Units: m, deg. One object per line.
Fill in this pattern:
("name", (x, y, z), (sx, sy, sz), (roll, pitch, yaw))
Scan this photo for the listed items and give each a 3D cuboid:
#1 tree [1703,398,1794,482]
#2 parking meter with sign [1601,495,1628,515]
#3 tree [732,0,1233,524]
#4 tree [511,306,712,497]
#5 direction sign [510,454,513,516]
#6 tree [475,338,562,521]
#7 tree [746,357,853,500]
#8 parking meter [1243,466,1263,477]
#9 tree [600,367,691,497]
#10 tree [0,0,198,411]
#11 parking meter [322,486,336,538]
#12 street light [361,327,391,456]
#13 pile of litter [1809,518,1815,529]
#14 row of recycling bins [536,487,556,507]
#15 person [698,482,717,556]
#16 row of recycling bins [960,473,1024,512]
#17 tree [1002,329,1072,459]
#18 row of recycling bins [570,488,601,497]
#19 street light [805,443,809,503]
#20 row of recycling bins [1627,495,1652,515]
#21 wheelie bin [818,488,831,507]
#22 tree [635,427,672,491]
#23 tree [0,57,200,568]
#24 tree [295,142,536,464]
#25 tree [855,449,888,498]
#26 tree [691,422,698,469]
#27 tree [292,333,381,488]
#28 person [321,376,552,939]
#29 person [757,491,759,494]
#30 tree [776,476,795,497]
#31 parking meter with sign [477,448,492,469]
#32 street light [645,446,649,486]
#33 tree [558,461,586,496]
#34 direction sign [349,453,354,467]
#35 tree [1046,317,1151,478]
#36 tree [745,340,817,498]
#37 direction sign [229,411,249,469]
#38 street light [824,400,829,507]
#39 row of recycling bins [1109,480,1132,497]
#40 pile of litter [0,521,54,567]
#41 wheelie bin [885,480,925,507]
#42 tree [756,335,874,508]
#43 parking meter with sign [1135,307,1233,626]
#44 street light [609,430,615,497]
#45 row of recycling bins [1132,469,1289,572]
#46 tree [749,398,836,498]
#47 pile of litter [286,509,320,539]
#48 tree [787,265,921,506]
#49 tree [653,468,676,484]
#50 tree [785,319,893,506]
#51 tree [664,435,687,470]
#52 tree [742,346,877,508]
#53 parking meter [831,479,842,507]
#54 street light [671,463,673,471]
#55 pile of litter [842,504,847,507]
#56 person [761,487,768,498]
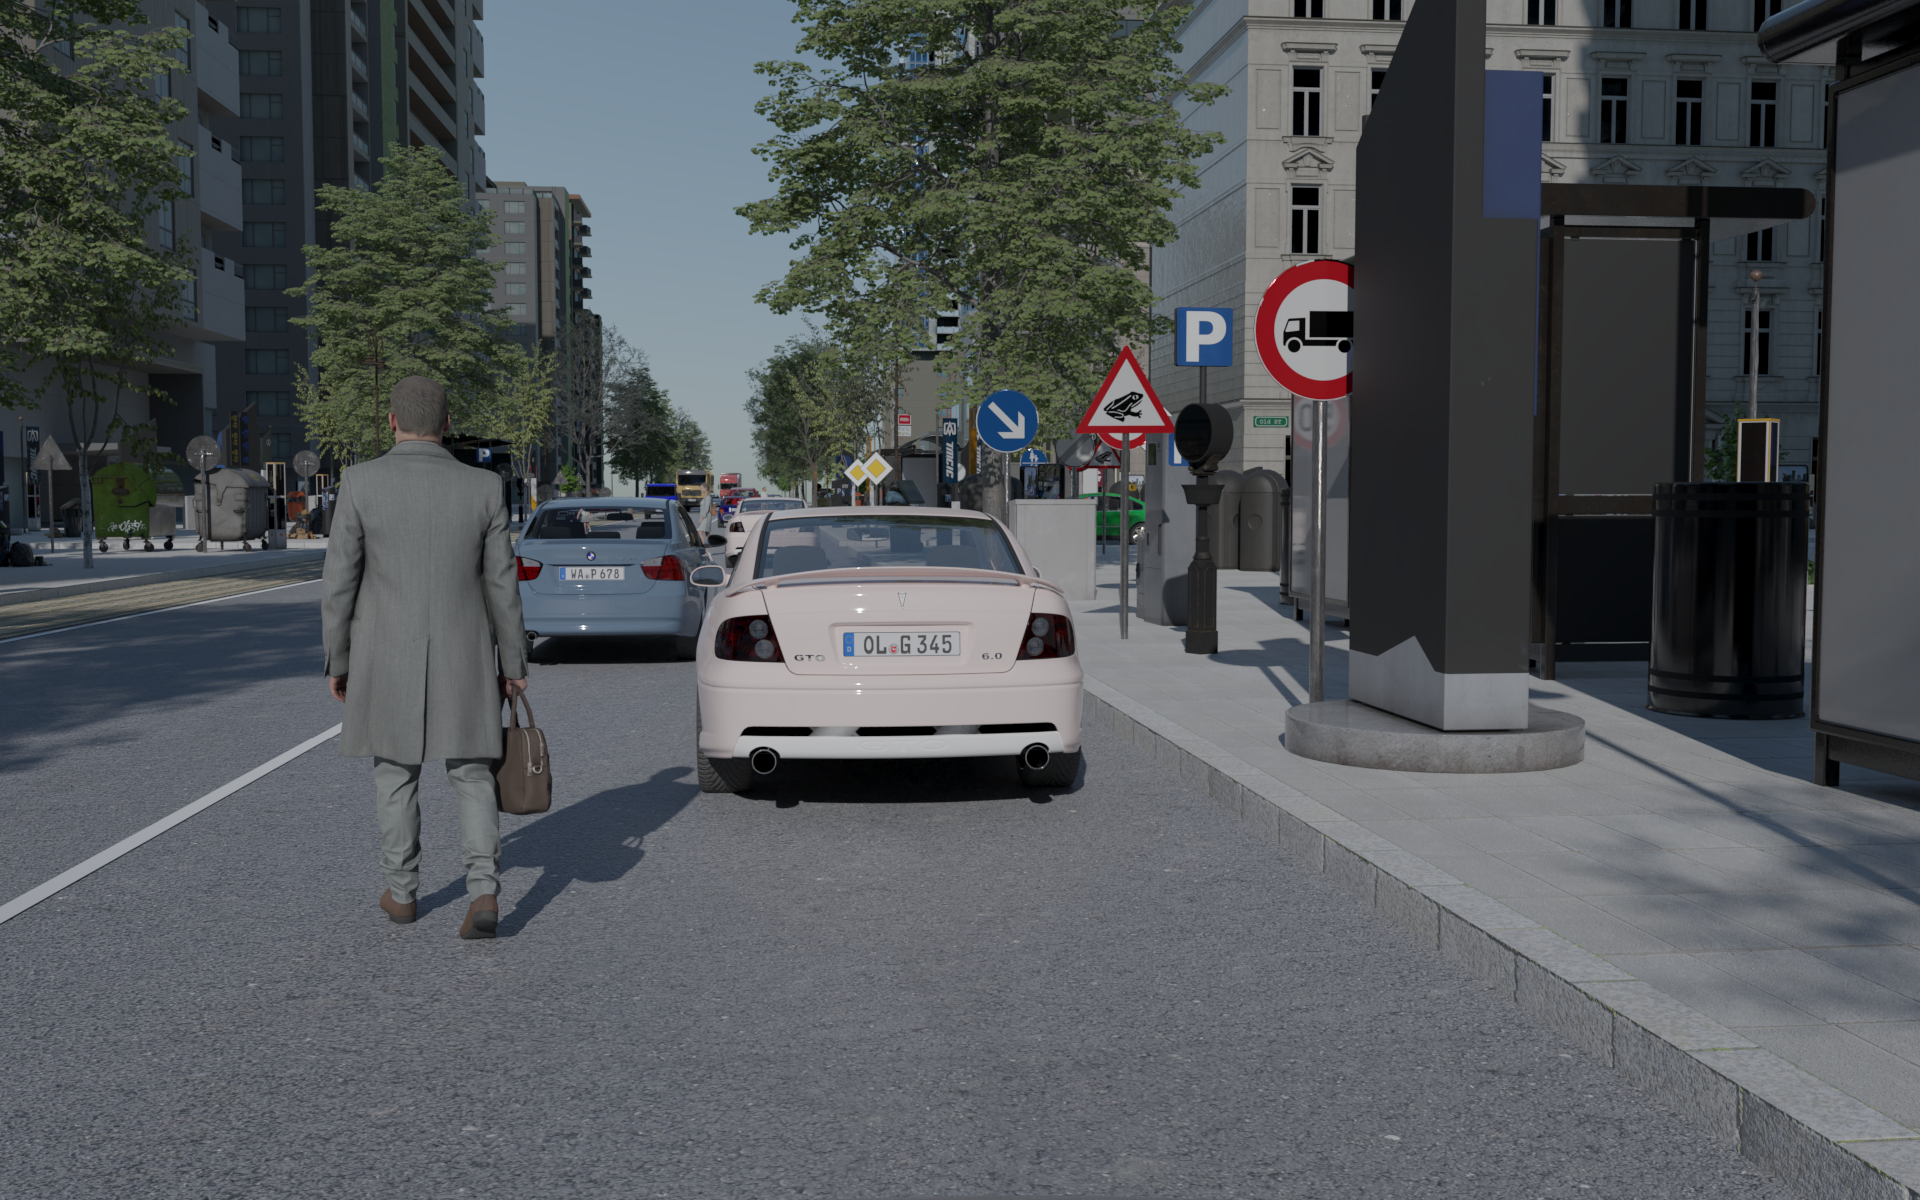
("tree", (15.773, -2.491, 35.332), (1.663, 3.219, 1.824), (0, 3, 0))
("parking meter with sign", (13.356, -2.386, 35.274), (0.543, 3.016, 1.738), (1, 4, 11))
("tree", (0.380, -6.641, 26.715), (7.486, 12.596, 7.792), (0, 3, 0))
("tree", (-24.616, -12.456, 114.025), (12.009, 13.543, 11.850), (0, 3, 0))
("direction sign", (-26.174, -6.647, 100.678), (0.379, 3.537, 0.876), (-1, 4, -18))
("tree", (-20.740, -8.045, 81.893), (4.737, 8.622, 4.395), (0, 3, 0))
("tree", (-13.842, -14.739, 151.349), (12.009, 13.543, 11.850), (0, 3, 0))
("parking meter", (6.217, -1.906, 36.876), (0.399, 1.863, 0.255), (3, 5, 40))
("tree", (-28.622, -14.434, 154.124), (7.486, 12.596, 7.792), (0, 3, 0))
("tree", (-13.772, -6.364, 22.175), (7.486, 12.596, 7.792), (0, 3, 0))
("parking meter", (-18.649, -2.616, 51.188), (0.372, 1.533, 0.369), (0, 3, 0))
("street light", (-16.159, -4.604, 48.057), (0.468, 5.910, 1.993), (0, 4, -6))
("pile of litter", (31.003, -3.033, 63.558), (1.176, 0.858, 1.719), (-1, 4, -12))
("row of recycling bins", (-22.920, -5.414, 95.634), (1.069, 1.692, 3.534), (0, 4, -6))
("person", (-5.880, -1.869, 40.063), (0.522, 1.701, 0.512), (-1, 4, -15))
("row of recycling bins", (0.713, -1.727, 35.341), (1.069, 1.692, 3.534), (1, 4, 11))
("tree", (2.825, -7.536, 73.575), (4.737, 8.622, 4.395), (0, 3, 0))
("row of recycling bins", (-25.414, -6.775, 117.892), (1.069, 1.692, 3.534), (1, 4, 19))
("street light", (-10.893, -9.151, 122.405), (0.468, 5.910, 1.993), (0, 4, -6))
("row of recycling bins", (41.682, -5.997, 105.168), (1.069, 1.692, 3.534), (-2, 4, -27))
("wheelie bin", (-7.213, -5.201, 92.937), (0.980, 1.594, 0.693), (1, 4, 18))
("tree", (-29.908, -13.260, 167.166), (4.360, 8.622, 3.978), (0, 3, 0))
("tree", (-14.980, -4.839, 29.474), (4.737, 8.622, 4.395), (0, 3, 0))
("tree", (-17.753, -8.439, 56.111), (7.486, 12.596, 7.792), (0, 3, 0))
("tree", (-4.141, -4.873, 74.274), (1.663, 3.219, 1.824), (0, 3, 0))
("tree", (-33.363, -16.309, 184.779), (7.486, 12.596, 7.792), (0, 3, 0))
("tree", (-27.043, -7.691, 76.109), (4.737, 8.622, 4.395), (0, 3, 0))
("person", (-1.726, 0.178, 5.685), (0.694, 1.812, 0.767), (-1, 4, -23))
("person", (-27.211, -13.776, 233.364), (1.348, 1.869, 0.705), (2, 4, 23))
("tree", (-23.150, -15.115, 230.835), (4.285, 4.588, 4.351), (0, 3, 0))
("parking meter with sign", (-17.931, -4.166, 64.377), (0.543, 3.016, 1.738), (0, 4, 3))
("street light", (-29.354, -11.592, 162.311), (0.468, 5.910, 1.993), (0, 4, -6))
("tree", (-22.784, -6.469, 100.377), (1.663, 3.219, 1.824), (0, 3, 0))
("direction sign", (-33.384, -6.306, 95.102), (0.379, 3.537, 0.876), (0, 4, -5))
("tree", (5.232, -7.186, 67.853), (4.360, 8.622, 3.978), (0, 3, 0))
("tree", (-20.110, -21.867, 213.411), (12.611, 20.169, 13.585), (0, 3, 0))
("direction sign", (-19.762, -3.398, 47.557), (0.379, 3.537, 0.876), (0, 4, 8))
("street light", (-6.464, -6.820, 84.291), (0.468, 5.910, 1.993), (0, 4, -6))
("row of recycling bins", (6.179, -2.719, 51.570), (3.534, 1.692, 1.069), (0, 4, -6))
("pile of litter", (-17.056, -1.019, 30.634), (1.719, 0.858, 1.176), (-1, 4, -10))
("wheelie bin", (-1.245, -1.868, 38.453), (0.693, 1.594, 0.980), (2, 4, 33))
("tree", (-11.479, -14.149, 137.988), (9.857, 13.997, 8.962), (0, 3, 0))
("parking meter with sign", (2.130, -1.274, 17.088), (0.543, 3.016, 1.738), (-1, 4, -10))
("street light", (-24.908, -9.244, 123.925), (0.468, 5.910, 1.993), (0, 4, -6))
("row of recycling bins", (4.446, -1.405, 30.091), (1.069, 1.692, 3.534), (-2, 4, -27))
("tree", (-16.663, -15.833, 175.882), (9.611, 12.733, 9.660), (0, 3, 0))
("pile of litter", (-18.909, -2.165, 49.370), (1.176, 0.858, 1.719), (-3, 5, -42))
("tree", (-2.982, -6.382, 54.702), (4.360, 8.622, 3.978), (0, 3, 0))
("tree", (-33.917, -13.167, 198.988), (4.285, 4.588, 4.351), (0, 3, 0))
("tree", (-4.462, -7.252, 68.936), (4.737, 8.622, 4.395), (0, 3, 0))
("tree", (-35.830, -16.006, 212.059), (4.737, 8.622, 4.395), (0, 3, 0))
("tree", (-9.167, -10.674, 108.925), (8.767, 10.594, 7.601), (-2, 4, -29))
("parking meter", (-4.697, -3.686, 65.984), (0.399, 1.863, 0.255), (-3, 5, -43))
("street light", (-34.371, -14.292, 206.460), (0.468, 5.910, 1.993), (0, 4, -6))
("pile of litter", (-5.121, -3.833, 76.631), (1.719, 0.858, 1.176), (1, 4, 13))
("person", (-10.037, -4.870, 88.348), (0.641, 1.798, 0.478), (3, 4, 37))
